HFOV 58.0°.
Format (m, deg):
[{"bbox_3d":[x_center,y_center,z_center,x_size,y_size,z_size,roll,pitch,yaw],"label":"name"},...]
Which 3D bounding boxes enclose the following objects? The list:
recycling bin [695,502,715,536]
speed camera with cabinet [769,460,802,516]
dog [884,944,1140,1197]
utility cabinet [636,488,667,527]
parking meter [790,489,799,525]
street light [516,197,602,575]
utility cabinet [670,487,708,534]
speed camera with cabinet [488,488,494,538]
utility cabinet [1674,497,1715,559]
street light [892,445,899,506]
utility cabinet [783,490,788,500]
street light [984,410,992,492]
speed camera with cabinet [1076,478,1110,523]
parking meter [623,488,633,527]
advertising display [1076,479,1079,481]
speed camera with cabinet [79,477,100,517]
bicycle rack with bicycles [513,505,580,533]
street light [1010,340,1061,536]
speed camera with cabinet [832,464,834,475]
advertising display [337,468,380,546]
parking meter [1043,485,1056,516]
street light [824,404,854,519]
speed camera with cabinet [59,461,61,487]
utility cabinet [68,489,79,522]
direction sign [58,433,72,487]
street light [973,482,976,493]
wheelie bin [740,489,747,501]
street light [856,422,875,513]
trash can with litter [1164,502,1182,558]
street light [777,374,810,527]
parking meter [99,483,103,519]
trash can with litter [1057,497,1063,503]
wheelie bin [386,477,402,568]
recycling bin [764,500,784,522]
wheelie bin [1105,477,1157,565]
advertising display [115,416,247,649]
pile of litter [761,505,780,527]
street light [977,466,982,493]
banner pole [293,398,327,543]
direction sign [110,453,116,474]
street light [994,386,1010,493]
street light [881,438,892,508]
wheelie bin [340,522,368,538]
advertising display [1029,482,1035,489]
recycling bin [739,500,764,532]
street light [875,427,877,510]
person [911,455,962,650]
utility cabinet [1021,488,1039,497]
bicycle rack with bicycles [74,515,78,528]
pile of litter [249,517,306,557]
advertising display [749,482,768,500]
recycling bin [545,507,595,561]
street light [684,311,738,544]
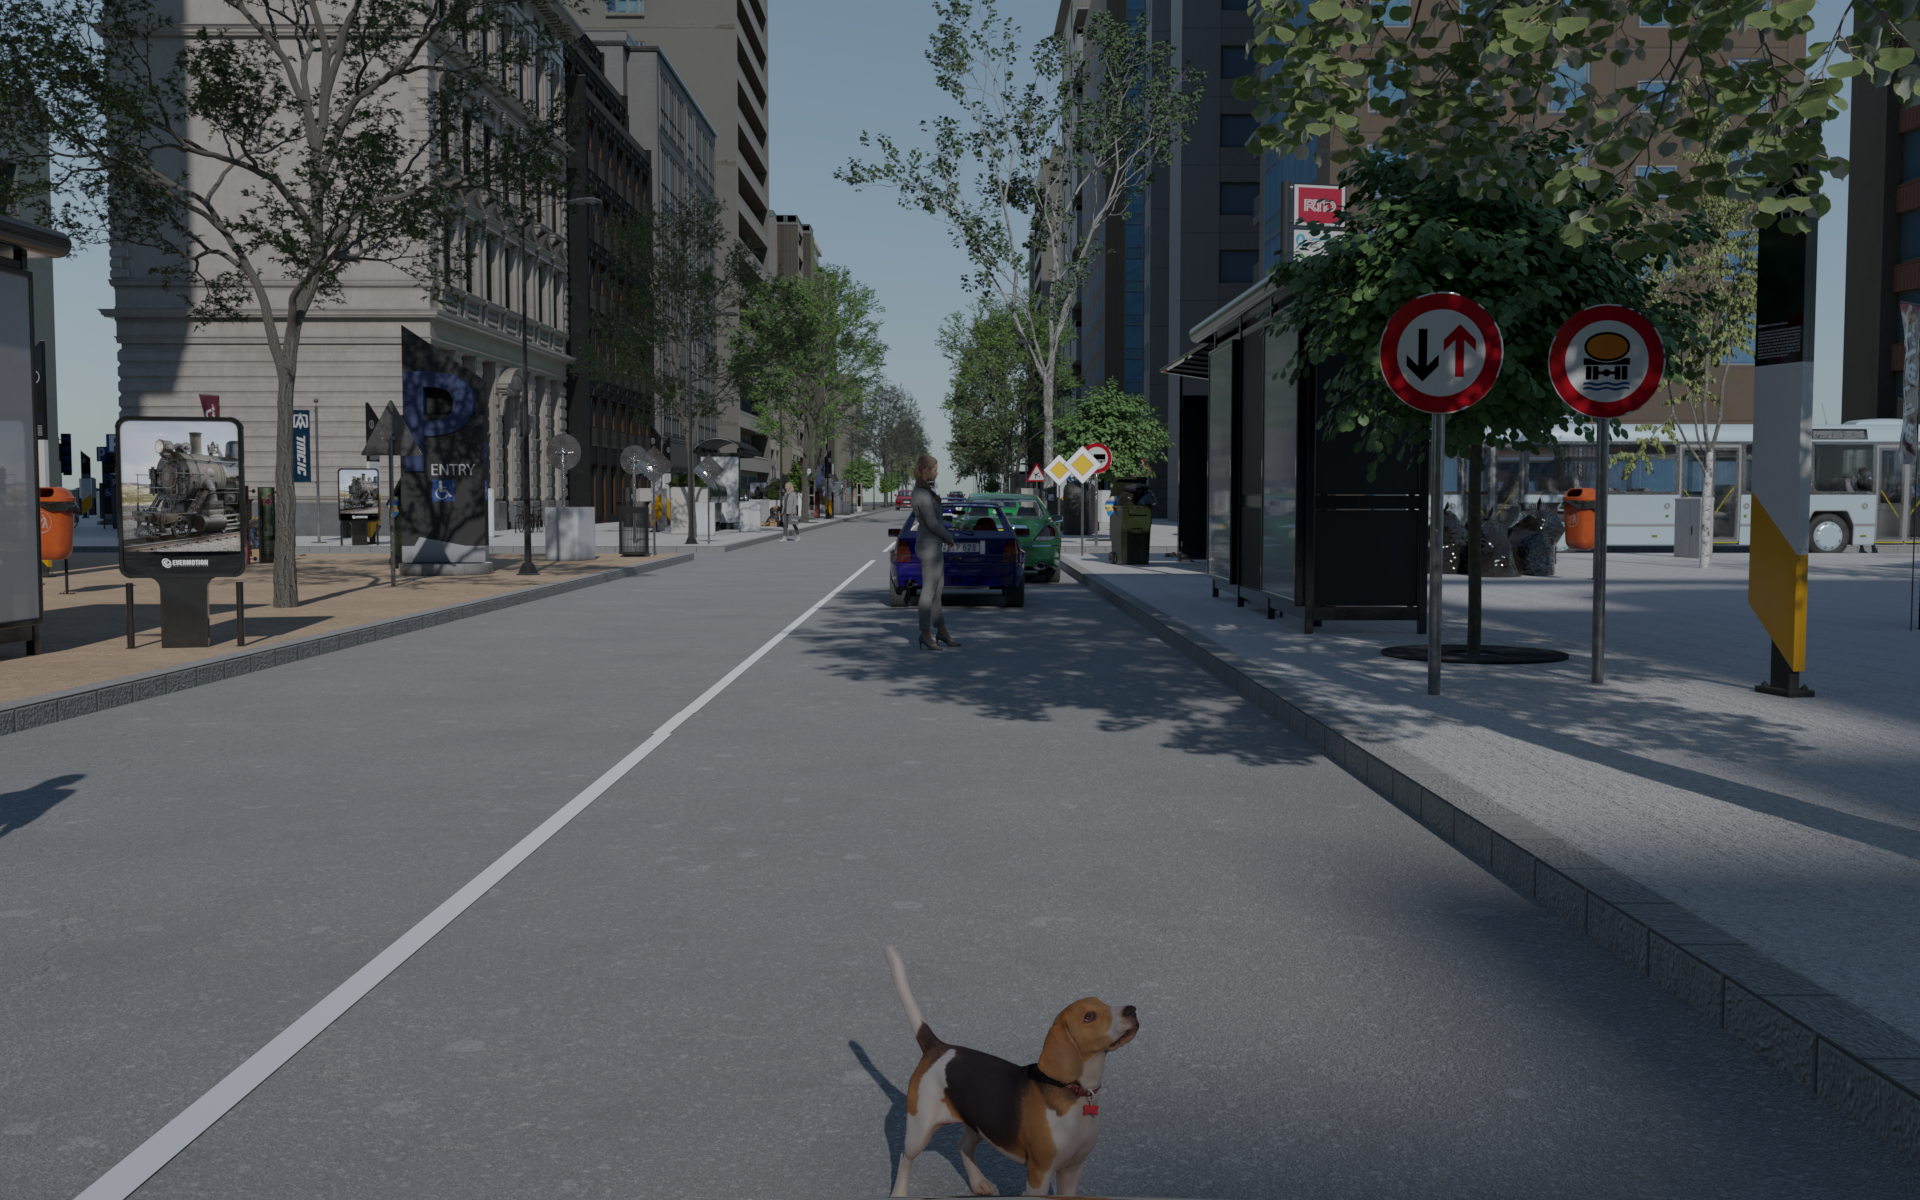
[{"bbox_3d":[-7.850,-2.470,52.931,0.722,1.027,0.722,-1,4,-9],"label":"recycling bin"},{"bbox_3d":[-10.171,-6.585,101.993,2.038,3.252,0.660,1,4,12],"label":"speed camera with cabinet"},{"bbox_3d":[0.083,0.974,3.364,0.540,0.507,0.406,1,4,8],"label":"dog"},{"bbox_3d":[-11.921,-3.563,66.939,1.173,1.500,0.318,-3,4,-38],"label":"utility cabinet"},{"bbox_3d":[-6.973,-3.935,72.754,0.372,1.533,0.369,0,3,0],"label":"parking meter"},{"bbox_3d":[-6.305,-3.348,27.278,1.470,5.913,1.316,0,4,0],"label":"street light"},{"bbox_3d":[-8.632,-2.846,55.216,1.173,1.500,0.318,-1,4,-12],"label":"utility cabinet"},{"bbox_3d":[-14.665,-3.431,50.436,2.038,3.252,0.660,-3,4,-36],"label":"speed camera with cabinet"},{"bbox_3d":[14.769,-1.451,34.887,0.306,1.237,1.020,0,4,-6],"label":"utility cabinet"},{"bbox_3d":[-6.599,-11.718,164.133,1.470,5.913,1.316,0,4,0],"label":"street light"},{"bbox_3d":[-7.925,-4.306,79.079,0.318,1.500,1.173,-1,4,-21],"label":"utility cabinet"},{"bbox_3d":[2.148,-7.556,96.087,1.470,5.913,1.316,0,4,0],"label":"street light"},{"bbox_3d":[6.038,-5.020,76.416,2.038,3.252,0.660,-3,4,-36],"label":"speed camera with cabinet"},{"bbox_3d":[-12.924,-3.609,67.411,0.372,1.533,0.369,0,3,0],"label":"parking meter"},{"bbox_3d":[5.108,-4.214,74.107,0.123,1.923,0.974,1,4,15],"label":"advertising display"},{"bbox_3d":[-47.911,-6.237,96.312,0.660,3.252,2.038,2,4,24],"label":"speed camera with cabinet"},{"bbox_3d":[-13.690,-2.684,57.264,2.852,0.926,2.925,1,4,10],"label":"bicycle rack with bicycles"},{"bbox_3d":[2.355,-4.887,52.446,1.470,5.913,1.316,0,4,0],"label":"street light"},{"bbox_3d":[-8.198,-7.257,112.995,0.660,3.252,2.038,0,4,4],"label":"speed camera with cabinet"},{"bbox_3d":[-14.958,-2.317,43.094,0.974,1.923,0.123,-1,4,-23],"label":"advertising display"},{"bbox_3d":[2.640,-2.614,51.142,0.372,1.533,0.369,0,3,0],"label":"parking meter"},{"bbox_3d":[-6.280,-7.139,89.262,1.470,5.913,1.316,0,4,0],"label":"street light"},{"bbox_3d":[-24.702,-3.155,45.924,2.038,3.252,0.660,2,4,30],"label":"speed camera with cabinet"},{"bbox_3d":[-40.111,-4.228,77.809,1.173,1.500,0.318,2,4,27],"label":"utility cabinet"},{"bbox_3d":[-33.583,-4.439,64.578,0.876,3.537,0.379,-2,4,-34],"label":"direction sign"},{"bbox_3d":[1.870,-13.595,194.818,1.470,5.913,1.316,0,4,0],"label":"street light"},{"bbox_3d":[-13.260,-5.917,104.648,0.980,1.594,0.693,1,4,15],"label":"wheelie bin"},{"bbox_3d":[-6.414,-8.496,111.451,1.470,5.913,1.316,0,4,0],"label":"street light"},{"bbox_3d":[5.042,-1.481,35.273,2.233,1.210,1.678,-2,4,-28],"label":"trash can with litter"},{"bbox_3d":[-6.373,-5.772,66.916,1.470,5.913,1.316,0,4,0],"label":"street light"},{"bbox_3d":[-44.284,-5.128,89.550,0.255,1.863,0.399,0,4,2],"label":"parking meter"},{"bbox_3d":[4.197,-3.549,69.410,1.055,1.170,0.624,3,5,39],"label":"trash can with litter"},{"bbox_3d":[-9.444,-1.353,30.028,0.693,1.594,0.980,1,4,22],"label":"wheelie bin"},{"bbox_3d":[-7.755,-3.610,71.578,0.722,1.027,0.722,-3,5,-39],"label":"recycling bin"},{"bbox_3d":[3.145,-1.448,31.575,0.980,1.594,0.693,-1,4,-20],"label":"wheelie bin"},{"bbox_3d":[-6.473,-0.564,14.429,0.974,1.923,0.123,-1,4,-15],"label":"advertising display"},{"bbox_3d":[-7.554,-3.362,68.937,1.176,0.858,1.719,-2,4,-23],"label":"pile of litter"},{"bbox_3d":[2.116,-9.577,129.127,1.470,5.913,1.316,0,4,0],"label":"street light"},{"bbox_3d":[-17.047,-3.381,45.295,0.863,3.779,0.401,-1,4,-16],"label":"banner pole"},{"bbox_3d":[-33.411,-4.714,69.067,0.876,3.537,0.379,0,4,-6],"label":"direction sign"},{"bbox_3d":[2.292,-6.222,74.275,1.470,5.913,1.316,0,4,0],"label":"street light"},{"bbox_3d":[-6.532,-10.384,142.321,1.470,5.913,1.316,0,4,0],"label":"street light"},{"bbox_3d":[-17.883,-2.640,51.077,0.980,1.594,0.693,0,4,3],"label":"wheelie bin"},{"bbox_3d":[3.948,-5.486,94.904,0.123,1.923,0.974,0,4,-8],"label":"advertising display"},{"bbox_3d":[-7.122,-2.829,58.816,0.722,1.027,0.722,0,4,-5],"label":"recycling bin"},{"bbox_3d":[-6.493,-9.040,120.344,1.470,5.913,1.316,0,4,0],"label":"street light"},{"bbox_3d":[-0.186,-0.439,15.952,0.573,1.790,0.520,-1,4,-22],"label":"person"},{"bbox_3d":[2.717,-3.554,66.782,0.318,1.500,1.173,2,4,23],"label":"utility cabinet"},{"bbox_3d":[-32.968,-2.896,60.736,2.925,0.926,2.852,0,4,3],"label":"bicycle rack with bicycles"},{"bbox_3d":[-14.276,-1.320,35.542,1.719,0.858,1.176,-1,4,-23],"label":"pile of litter"},{"bbox_3d":[-10.702,-5.315,92.116,0.974,1.923,0.123,-1,4,-14],"label":"advertising display"},{"bbox_3d":[-7.549,-1.284,33.550,0.722,1.027,0.722,1,4,18],"label":"recycling bin"},{"bbox_3d":[-6.334,-4.380,44.153,1.470,5.913,1.316,0,4,0],"label":"street light"}]
